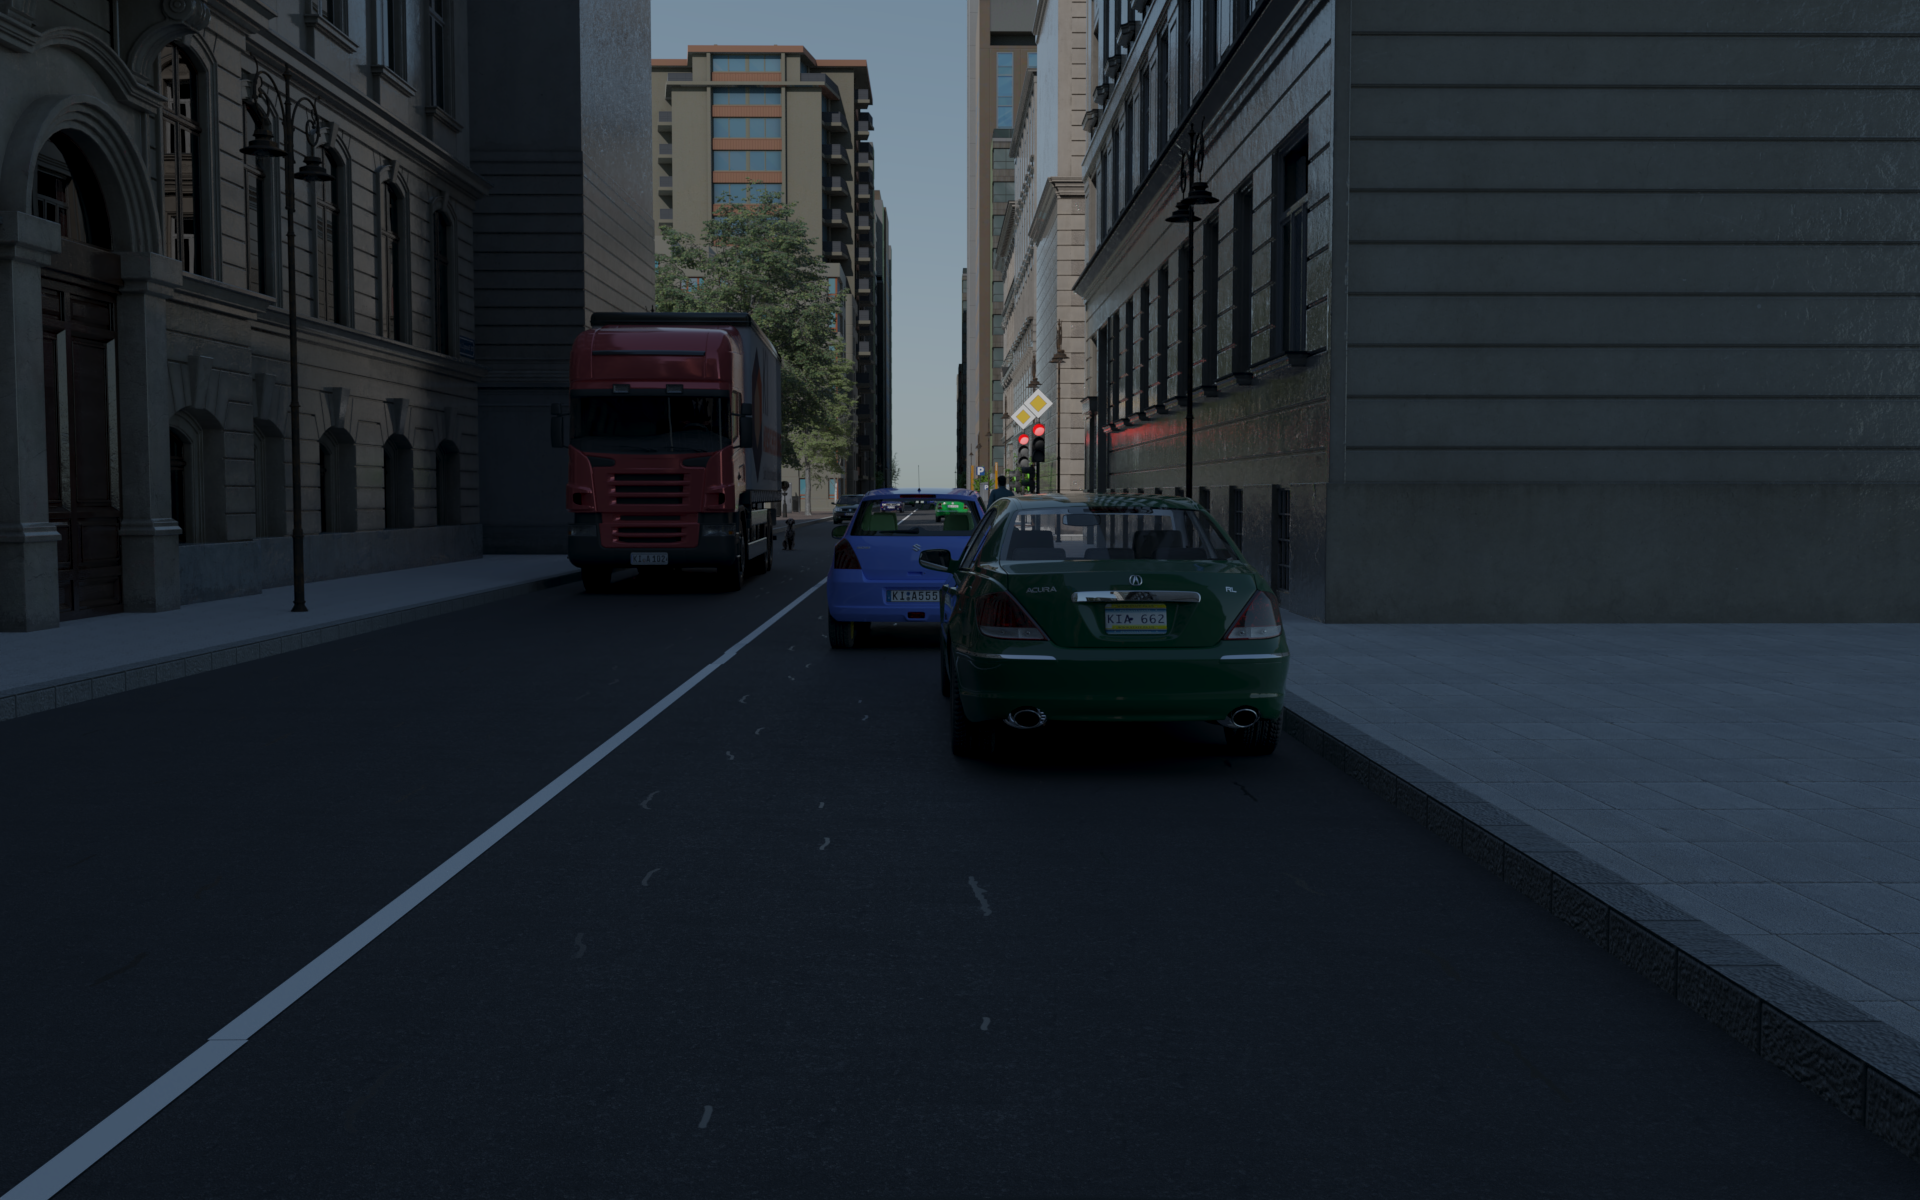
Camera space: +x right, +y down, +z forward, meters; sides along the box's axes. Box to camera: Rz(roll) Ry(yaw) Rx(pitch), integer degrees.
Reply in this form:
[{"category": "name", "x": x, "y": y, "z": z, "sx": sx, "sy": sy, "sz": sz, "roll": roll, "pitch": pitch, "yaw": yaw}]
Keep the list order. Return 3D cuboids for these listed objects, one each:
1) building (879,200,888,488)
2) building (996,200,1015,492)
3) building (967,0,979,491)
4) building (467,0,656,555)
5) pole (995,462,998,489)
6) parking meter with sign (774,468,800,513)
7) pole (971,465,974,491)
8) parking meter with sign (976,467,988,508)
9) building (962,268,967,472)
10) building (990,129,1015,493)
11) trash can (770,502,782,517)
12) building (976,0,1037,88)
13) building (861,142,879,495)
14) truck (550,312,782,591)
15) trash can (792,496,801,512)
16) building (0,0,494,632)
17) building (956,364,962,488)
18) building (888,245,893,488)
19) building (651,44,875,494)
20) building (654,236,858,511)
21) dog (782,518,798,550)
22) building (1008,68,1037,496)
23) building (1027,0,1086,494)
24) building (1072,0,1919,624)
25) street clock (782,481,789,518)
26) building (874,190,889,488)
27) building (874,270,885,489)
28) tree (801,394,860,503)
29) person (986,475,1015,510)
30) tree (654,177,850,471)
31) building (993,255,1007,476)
[{"category": "building", "x": -17.473, "y": -33.660, "z": 233.940, "sx": 14.154, "sy": 41.232, "sz": 14.086, "roll": 0, "pitch": 4, "yaw": -1}, {"category": "building", "x": 7.621, "y": -14.310, "z": 98.588, "sx": 10.561, "sy": 19.102, "sz": 19.286, "roll": 0, "pitch": 4, "yaw": -1}, {"category": "building", "x": 11.195, "y": -38.788, "z": 176.190, "sx": 21.231, "sy": 58.520, "sz": 28.212, "roll": 0, "pitch": 4, "yaw": -1}, {"category": "building", "x": -16.785, "y": -11.705, "z": 40.529, "sx": 18.267, "sy": 20.994, "sz": 9.793, "roll": 0, "pitch": 4, "yaw": -1}, {"category": "pole", "x": 2.349, "y": -7.207, "z": 111.673, "sx": 0.158, "sy": 3.312, "sz": 0.155, "roll": 0, "pitch": 3, "yaw": 0}, {"category": "parking meter with sign", "x": -11.512, "y": -7.261, "z": 114.977, "sx": 1.738, "sy": 3.016, "sz": 0.543, "roll": 0, "pitch": 4, "yaw": -4}, {"category": "pole", "x": 0.874, "y": -7.920, "z": 123.338, "sx": 0.158, "sy": 3.312, "sz": 0.155, "roll": 0, "pitch": 3, "yaw": 0}, {"category": "parking meter with sign", "x": 1.539, "y": -6.919, "z": 109.394, "sx": 0.543, "sy": 3.016, "sz": 1.738, "roll": -1, "pitch": 4, "yaw": -17}, {"category": "building", "x": 7.200, "y": -27.518, "z": 221.619, "sx": 14.160, "sy": 30.474, "sz": 14.107, "roll": 0, "pitch": 4, "yaw": -1}, {"category": "building", "x": 9.415, "y": -22.533, "z": 140.108, "sx": 14.160, "sy": 30.474, "sz": 14.107, "roll": 0, "pitch": 4, "yaw": -1}, {"category": "trash can", "x": -10.213, "y": -5.164, "z": 96.082, "sx": 0.748, "sy": 1.137, "sz": 0.748, "roll": 0, "pitch": 3, "yaw": 0}, {"category": "building", "x": 8.438, "y": -30.824, "z": 154.088, "sx": 14.600, "sy": 45.320, "sz": 14.200, "roll": 0, "pitch": 4, "yaw": -1}, {"category": "building", "x": -16.859, "y": -31.299, "z": 195.335, "sx": 14.154, "sy": 41.232, "sz": 14.086, "roll": 0, "pitch": 4, "yaw": -1}, {"category": "truck", "x": -4.548, "y": -2.454, "z": 29.041, "sx": 2.839, "sy": 4.237, "sz": 11.283, "roll": 0, "pitch": 4, "yaw": -2}, {"category": "trash can", "x": -11.559, "y": -6.770, "z": 122.346, "sx": 0.748, "sy": 1.137, "sz": 0.748, "roll": 0, "pitch": 3, "yaw": 0}, {"category": "building", "x": -14.455, "y": -12.096, "z": 16.862, "sx": 14.460, "sy": 24.649, "sz": 34.723, "roll": 0, "pitch": 4, "yaw": -1}, {"category": "building", "x": 13.472, "y": -24.403, "z": 244.021, "sx": 27.650, "sy": 21.520, "sz": 28.899, "roll": 0, "pitch": 4, "yaw": -1}, {"category": "building", "x": -18.041, "y": -36.277, "z": 276.717, "sx": 14.154, "sy": 41.232, "sz": 14.086, "roll": 0, "pitch": 4, "yaw": -1}, {"category": "building", "x": -19.815, "y": -31.665, "z": 172.349, "sx": 22.147, "sy": 44.769, "sz": 28.867, "roll": 0, "pitch": 4, "yaw": -1}, {"category": "building", "x": -23.001, "y": -18.292, "z": 144.107, "sx": 27.650, "sy": 21.520, "sz": 28.899, "roll": 0, "pitch": 4, "yaw": -1}, {"category": "dog", "x": -4.302, "y": -1.688, "z": 44.435, "sx": 0.513, "sy": 0.831, "sz": 0.800, "roll": 2, "pitch": 4, "yaw": 24}, {"category": "building", "x": 7.484, "y": -14.106, "z": 79.786, "sx": 9.793, "sy": 20.994, "sz": 18.267, "roll": 0, "pitch": 4, "yaw": -1}, {"category": "building", "x": 15.043, "y": -16.062, "z": 59.877, "sx": 25.104, "sy": 27.353, "sz": 12.463, "roll": 0, "pitch": 4, "yaw": -1}, {"category": "building", "x": 10.675, "y": -12.075, "z": 30.714, "sx": 16.112, "sy": 22.955, "sz": 30.059, "roll": 0, "pitch": 4, "yaw": -1}, {"category": "street clock", "x": -9.548, "y": -5.493, "z": 94.384, "sx": 0.471, "sy": 2.002, "sz": 0.358, "roll": 1, "pitch": 4, "yaw": 21}, {"category": "building", "x": -17.826, "y": -37.431, "z": 262.103, "sx": 14.600, "sy": 45.320, "sz": 14.200, "roll": 0, "pitch": 4, "yaw": -1}, {"category": "building", "x": -16.816, "y": -27.401, "z": 219.701, "sx": 14.160, "sy": 30.474, "sz": 14.107, "roll": 0, "pitch": 4, "yaw": -1}, {"category": "tree", "x": -8.660, "y": -10.325, "z": 119.182, "sx": 4.360, "sy": 8.622, "sz": 3.978, "roll": 0, "pitch": 3, "yaw": 0}, {"category": "person", "x": 0.853, "y": -1.670, "z": 35.821, "sx": 0.660, "sy": 1.820, "sz": 0.620, "roll": -1, "pitch": 4, "yaw": -22}, {"category": "tree", "x": -9.111, "y": -10.085, "z": 71.542, "sx": 9.857, "sy": 13.997, "sz": 8.962, "roll": 0, "pitch": 3, "yaw": 0}, {"category": "building", "x": 8.413, "y": -17.279, "z": 118.675, "sx": 11.583, "sy": 22.565, "sz": 21.152, "roll": 0, "pitch": 4, "yaw": -1}]
